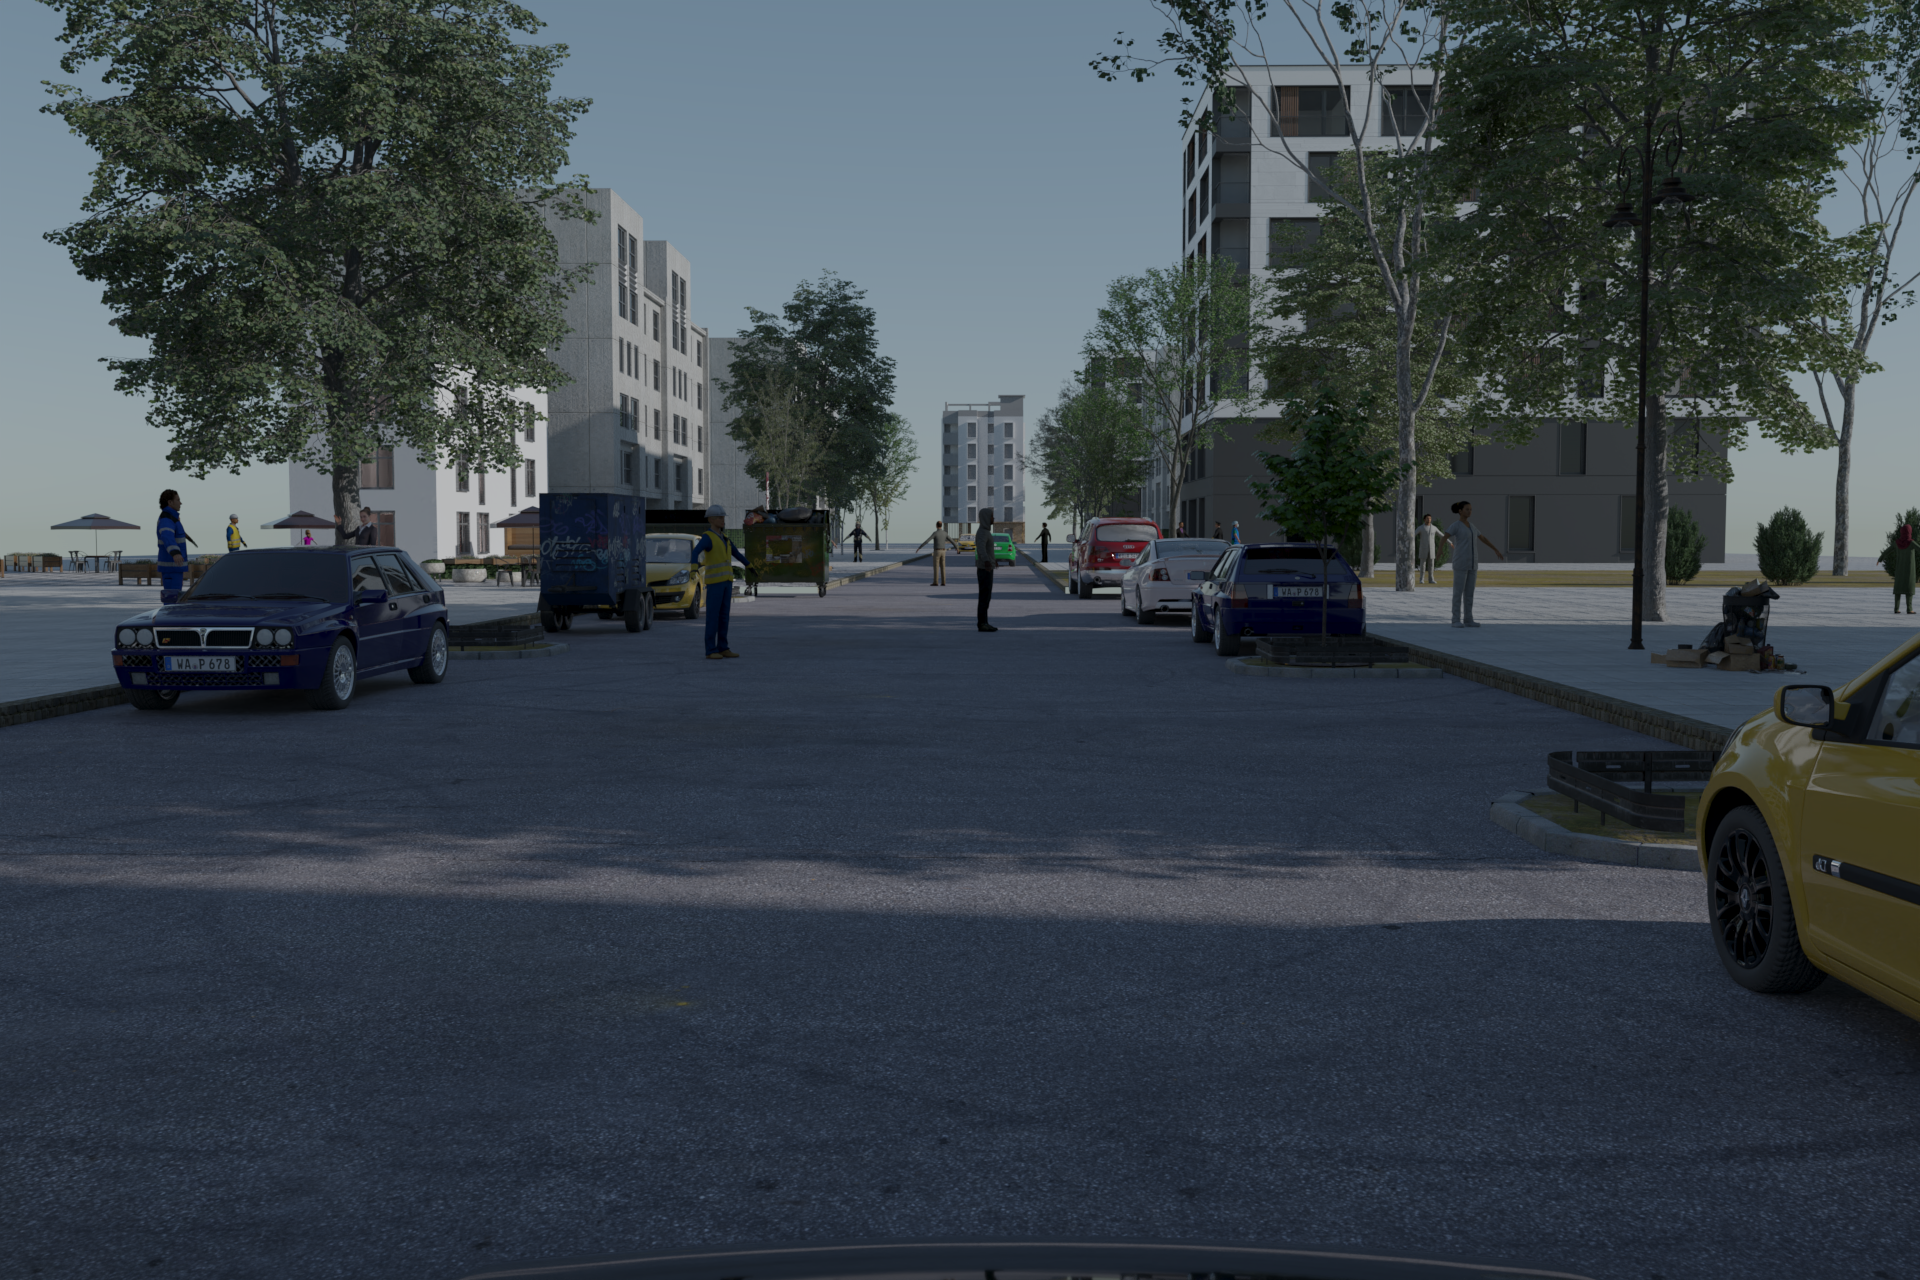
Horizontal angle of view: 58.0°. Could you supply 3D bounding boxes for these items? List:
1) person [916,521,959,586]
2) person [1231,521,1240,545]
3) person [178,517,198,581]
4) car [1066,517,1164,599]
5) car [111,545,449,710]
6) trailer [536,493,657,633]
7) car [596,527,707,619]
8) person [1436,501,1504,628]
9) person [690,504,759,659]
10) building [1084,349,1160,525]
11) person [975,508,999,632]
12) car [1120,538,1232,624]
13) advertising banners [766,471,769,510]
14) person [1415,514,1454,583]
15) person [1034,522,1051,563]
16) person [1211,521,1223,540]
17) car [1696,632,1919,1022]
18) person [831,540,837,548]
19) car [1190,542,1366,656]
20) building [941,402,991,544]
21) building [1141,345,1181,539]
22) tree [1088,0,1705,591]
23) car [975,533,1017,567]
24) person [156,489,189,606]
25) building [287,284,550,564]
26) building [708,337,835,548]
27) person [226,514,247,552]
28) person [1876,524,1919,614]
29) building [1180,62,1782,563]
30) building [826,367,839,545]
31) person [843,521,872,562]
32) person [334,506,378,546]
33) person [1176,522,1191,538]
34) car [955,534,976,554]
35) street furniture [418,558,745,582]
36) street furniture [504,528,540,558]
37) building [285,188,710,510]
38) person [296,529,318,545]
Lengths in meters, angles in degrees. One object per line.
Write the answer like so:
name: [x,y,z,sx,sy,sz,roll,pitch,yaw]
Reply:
person: [-0.588,-2.389,47.792,1.348,1.796,0.705,-2,4,-30]
person: [11.320,-3.974,71.104,0.704,1.817,1.347,0,4,2]
person: [-21.586,-2.548,47.795,1.346,1.812,0.704,2,4,26]
car: [3.630,-1.911,39.910,2.281,1.827,5.304,0,4,0]
car: [-5.864,-0.169,15.340,1.945,1.354,3.894,0,4,1]
trailer: [-5.347,-1.085,24.781,1.471,1.999,3.904,0,4,1]
car: [-5.232,-1.233,30.384,2.015,1.641,3.980,0,4,1]
person: [6.988,-1.041,23.793,1.217,1.739,0.721,-2,4,-29]
person: [-2.727,-0.675,19.954,0.721,1.772,1.216,2,4,29]
building: [28.709,-22.250,207.768,27.936,21.610,32.646,0,4,1]
person: [0.403,-1.033,25.476,0.705,1.813,1.348,0,4,6]
car: [3.749,-1.009,28.856,2.083,1.381,4.827,0,4,0]
advertising banners: [-5.402,-3.155,47.771,0.090,3.025,2.074,0,4,2]
person: [12.140,-2.372,44.965,1.347,1.806,0.705,0,4,-3]
person: [3.754,-4.358,77.434,0.705,1.806,1.347,2,4,35]
person: [11.069,-4.194,74.507,0.705,1.837,1.347,2,4,30]
car: [3.263,0.366,4.242,2.015,1.641,3.980,0,4,2]
person: [-3.902,-2.451,45.929,1.347,1.847,0.705,-2,4,-32]
car: [3.908,-0.556,21.676,1.945,1.354,3.894,0,4,1]
building: [-2.177,-23.248,238.974,11.380,20.090,16.016,0,4,-2]
building: [27.569,-18.608,170.705,16.747,18.905,31.486,0,4,1]
tree: [9.089,-11.076,36.976,12.611,20.169,13.585,0,3,0]
car: [1.573,-4.198,77.439,1.959,1.807,4.718,0,4,1]
person: [-9.570,-0.925,21.107,0.704,1.831,1.345,-1,4,-22]
building: [-21.651,-7.971,72.481,9.099,9.664,28.070,0,4,2]
building: [-22.551,-18.675,171.795,16.747,18.905,31.486,0,4,2]
person: [-19.812,-2.531,47.354,0.705,1.833,1.349,0,4,-5]
person: [15.233,-1.141,27.861,0.599,1.438,0.989,-3,4,-36]
building: [25.431,-15.161,91.862,27.936,21.610,32.646,0,4,1]
building: [-19.795,-20.721,195.213,16.016,20.090,11.380,0,4,1]
person: [-4.617,-4.429,78.189,1.354,1.856,0.705,1,4,14]
person: [-9.750,-1.290,27.934,0.742,1.727,0.445,0,4,-4]
person: [9.527,-4.185,74.655,1.346,1.802,0.704,-3,4,-36]
car: [0.637,-6.984,124.410,2.015,1.641,3.980,0,4,1]
street furniture: [-11.120,-1.970,47.832,10.072,0.657,5.734,0,4,8]
street furniture: [-11.956,-3.334,61.360,9.812,1.723,11.010,0,4,-7]
building: [-25.994,-14.572,104.707,16.747,18.905,31.486,0,4,1]
person: [-21.515,-2.922,57.034,0.599,1.433,0.991,2,4,35]
